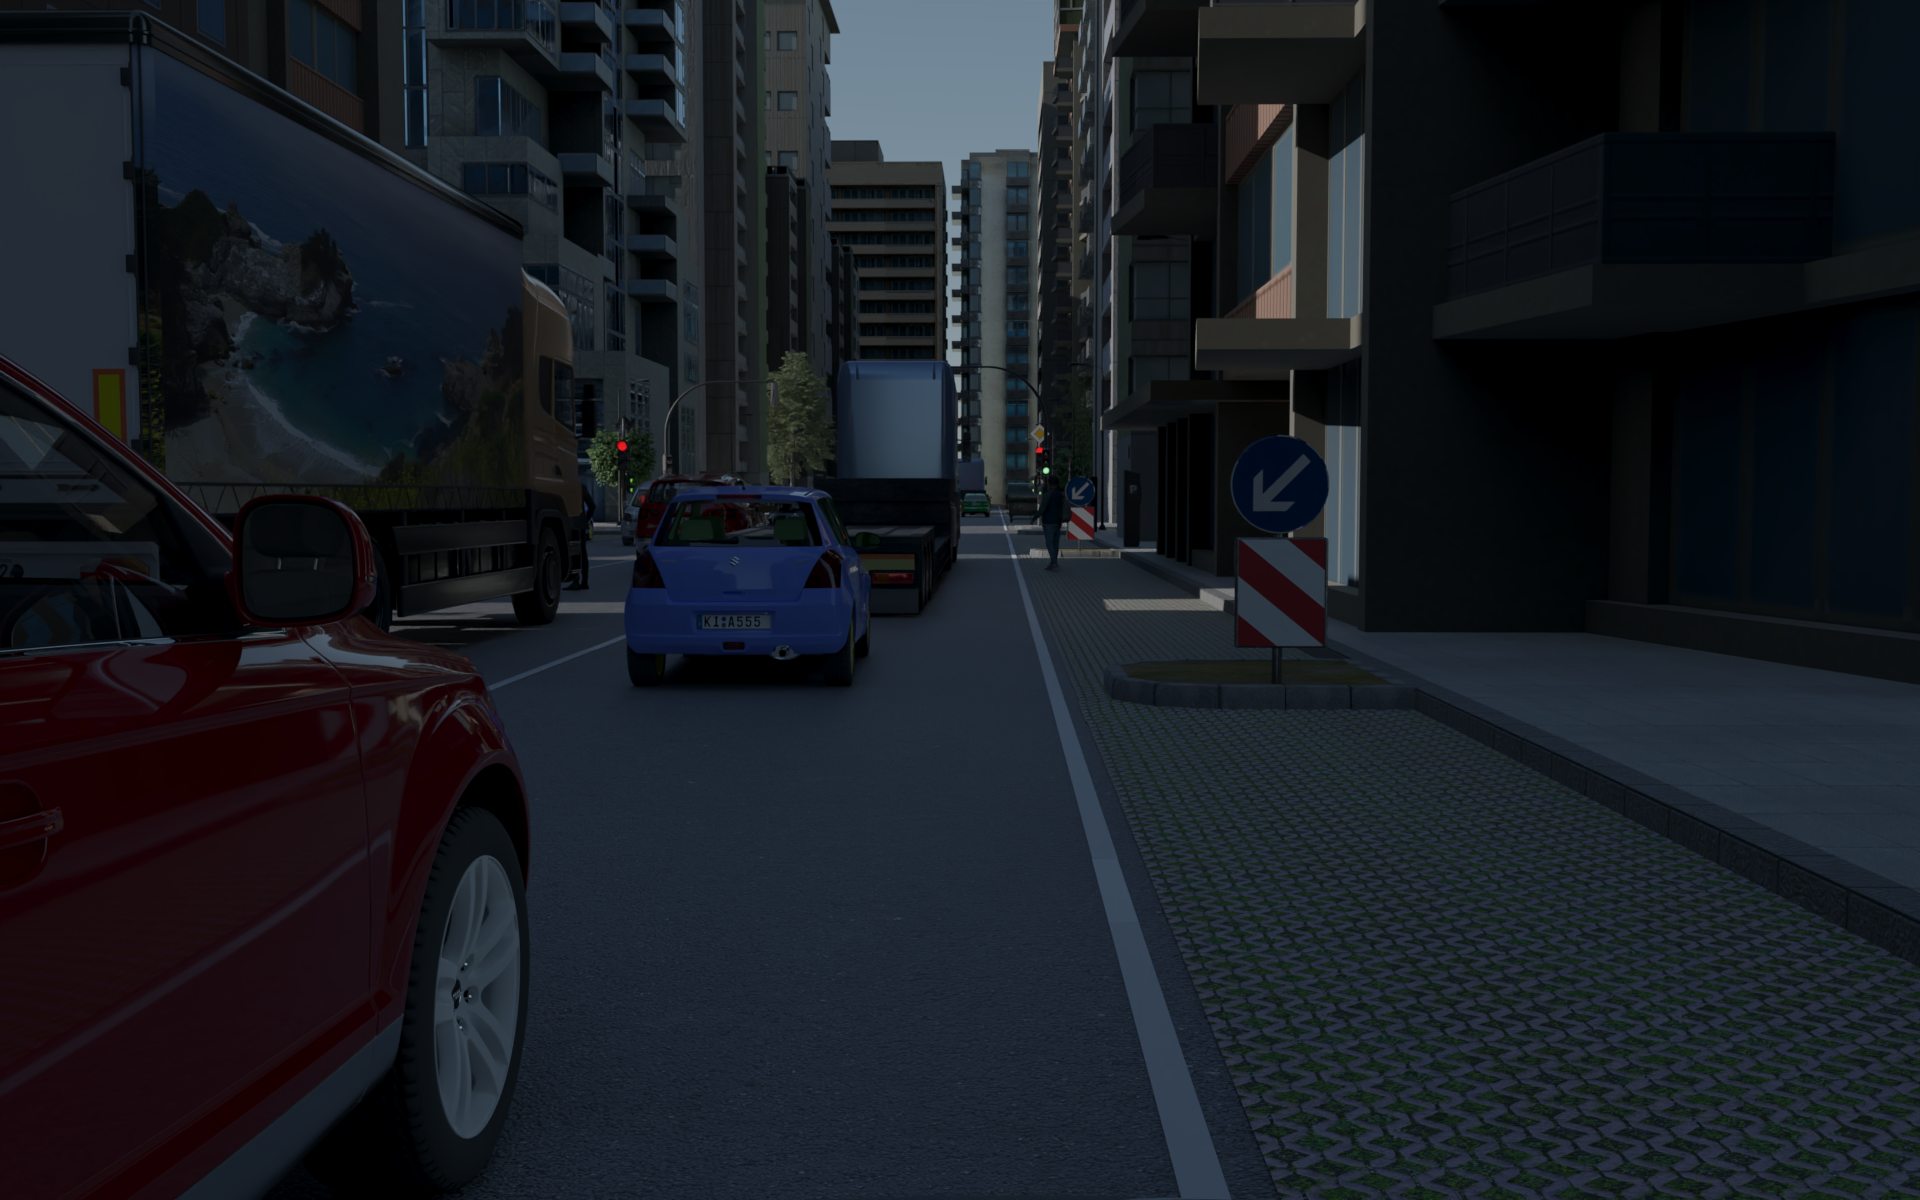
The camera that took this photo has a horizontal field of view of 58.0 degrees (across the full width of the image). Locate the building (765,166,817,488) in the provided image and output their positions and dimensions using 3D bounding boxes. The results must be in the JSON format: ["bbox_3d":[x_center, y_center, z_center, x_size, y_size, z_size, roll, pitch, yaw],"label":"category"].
[{"bbox_3d":[-20.677,-23.260,152.005,14.160,30.474,14.107,0,4,1],"label":"building"}]

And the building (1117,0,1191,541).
[{"bbox_3d":[11.769,-22.556,52.384,14.154,41.232,14.086,0,4,1],"label":"building"}]

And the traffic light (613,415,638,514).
[{"bbox_3d":[-11.946,-4.453,61.726,0.839,4.253,0.868,0,4,1],"label":"traffic light"}]

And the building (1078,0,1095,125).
[{"bbox_3d":[19.854,-30.765,122.609,23.786,49.044,30.456,0,4,1],"label":"building"}]

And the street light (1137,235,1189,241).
[{"bbox_3d":[3.843,-3.574,30.977,1.470,5.913,1.316,0,4,1],"label":"street light"}]

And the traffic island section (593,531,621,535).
[{"bbox_3d":[-11.986,-2.421,61.862,2.009,0.180,2.903,0,4,1],"label":"traffic island section"}]

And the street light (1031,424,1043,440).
[{"bbox_3d":[5.583,-8.658,114.104,1.470,5.913,1.316,0,4,1],"label":"street light"}]

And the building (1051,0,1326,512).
[{"bbox_3d":[19.797,-31.008,161.603,22.147,44.769,28.867,0,4,1],"label":"building"}]

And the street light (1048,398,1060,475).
[{"bbox_3d":[4.979,-6.822,84.087,1.470,5.913,1.316,0,4,1],"label":"street light"}]

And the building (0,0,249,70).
[{"bbox_3d":[-21.715,-23.115,28.036,14.600,45.320,14.200,0,4,1],"label":"building"}]

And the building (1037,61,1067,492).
[{"bbox_3d":[19.274,-34.439,186.781,21.300,48.544,21.600,0,4,1],"label":"building"}]

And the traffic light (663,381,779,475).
[{"bbox_3d":[-9.690,-5.813,69.702,4.771,5.953,1.251,0,4,1],"label":"traffic light"}]

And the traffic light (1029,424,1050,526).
[{"bbox_3d":[3.175,-4.924,69.421,0.839,4.253,0.868,0,4,1],"label":"traffic light"}]

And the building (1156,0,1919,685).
[{"bbox_3d":[13.540,-22.519,22.813,22.147,44.769,28.867,0,4,1],"label":"building"}]

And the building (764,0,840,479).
[{"bbox_3d":[-27.193,-35.673,172.495,28.713,52.752,27.495,0,4,1],"label":"building"}]

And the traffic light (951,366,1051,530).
[{"bbox_3d":[0.919,-5.301,61.339,4.771,5.953,1.251,0,4,1],"label":"traffic light"}]

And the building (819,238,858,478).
[{"bbox_3d":[-19.359,-25.815,193.782,14.160,30.474,14.107,0,4,1],"label":"building"}]

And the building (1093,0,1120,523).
[{"bbox_3d":[20.712,-32.778,77.926,28.212,58.520,21.231,0,4,1],"label":"building"}]

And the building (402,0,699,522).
[{"bbox_3d":[-25.876,-47.619,91.249,22.319,86.520,31.000,0,4,1],"label":"building"}]

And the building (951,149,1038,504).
[{"bbox_3d":[14.172,-37.930,239.756,30.456,49.044,23.786,0,4,1],"label":"building"}]

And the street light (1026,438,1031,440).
[{"bbox_3d":[6.171,-10.519,144.523,1.470,5.913,1.316,0,4,1],"label":"street light"}]

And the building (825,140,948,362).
[{"bbox_3d":[-12.650,-37.695,240.012,21.600,48.544,21.300,0,4,1],"label":"building"}]

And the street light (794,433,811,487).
[{"bbox_3d":[-11.986,-9.706,131.239,1.470,5.913,1.316,0,4,1],"label":"street light"}]

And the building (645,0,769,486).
[{"bbox_3d":[-21.578,-26.877,123.036,14.154,41.232,14.086,0,4,1],"label":"building"}]

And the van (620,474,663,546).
[{"bbox_3d":[-8.490,-2.591,49.367,2.013,2.044,4.112,0,4,2],"label":"van"}]

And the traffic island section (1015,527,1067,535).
[{"bbox_3d":[3.052,-2.402,61.551,2.009,0.180,2.903,0,4,1],"label":"traffic island section"}]

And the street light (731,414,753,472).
[{"bbox_3d":[-12.640,-7.801,100.090,1.470,5.913,1.316,0,4,1],"label":"street light"}]

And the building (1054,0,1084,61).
[{"bbox_3d":[19.530,-47.067,207.790,20.563,71.187,20.611,0,4,1],"label":"building"}]

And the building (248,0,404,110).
[{"bbox_3d":[-29.855,-24.066,48.109,28.867,44.769,22.147,0,4,1],"label":"building"}]

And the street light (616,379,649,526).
[{"bbox_3d":[-13.234,-5.965,70.073,1.470,5.913,1.316,0,4,1],"label":"street light"}]

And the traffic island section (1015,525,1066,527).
[{"bbox_3d":[3.215,-2.890,69.535,2.009,0.180,2.903,0,4,1],"label":"traffic island section"}]
